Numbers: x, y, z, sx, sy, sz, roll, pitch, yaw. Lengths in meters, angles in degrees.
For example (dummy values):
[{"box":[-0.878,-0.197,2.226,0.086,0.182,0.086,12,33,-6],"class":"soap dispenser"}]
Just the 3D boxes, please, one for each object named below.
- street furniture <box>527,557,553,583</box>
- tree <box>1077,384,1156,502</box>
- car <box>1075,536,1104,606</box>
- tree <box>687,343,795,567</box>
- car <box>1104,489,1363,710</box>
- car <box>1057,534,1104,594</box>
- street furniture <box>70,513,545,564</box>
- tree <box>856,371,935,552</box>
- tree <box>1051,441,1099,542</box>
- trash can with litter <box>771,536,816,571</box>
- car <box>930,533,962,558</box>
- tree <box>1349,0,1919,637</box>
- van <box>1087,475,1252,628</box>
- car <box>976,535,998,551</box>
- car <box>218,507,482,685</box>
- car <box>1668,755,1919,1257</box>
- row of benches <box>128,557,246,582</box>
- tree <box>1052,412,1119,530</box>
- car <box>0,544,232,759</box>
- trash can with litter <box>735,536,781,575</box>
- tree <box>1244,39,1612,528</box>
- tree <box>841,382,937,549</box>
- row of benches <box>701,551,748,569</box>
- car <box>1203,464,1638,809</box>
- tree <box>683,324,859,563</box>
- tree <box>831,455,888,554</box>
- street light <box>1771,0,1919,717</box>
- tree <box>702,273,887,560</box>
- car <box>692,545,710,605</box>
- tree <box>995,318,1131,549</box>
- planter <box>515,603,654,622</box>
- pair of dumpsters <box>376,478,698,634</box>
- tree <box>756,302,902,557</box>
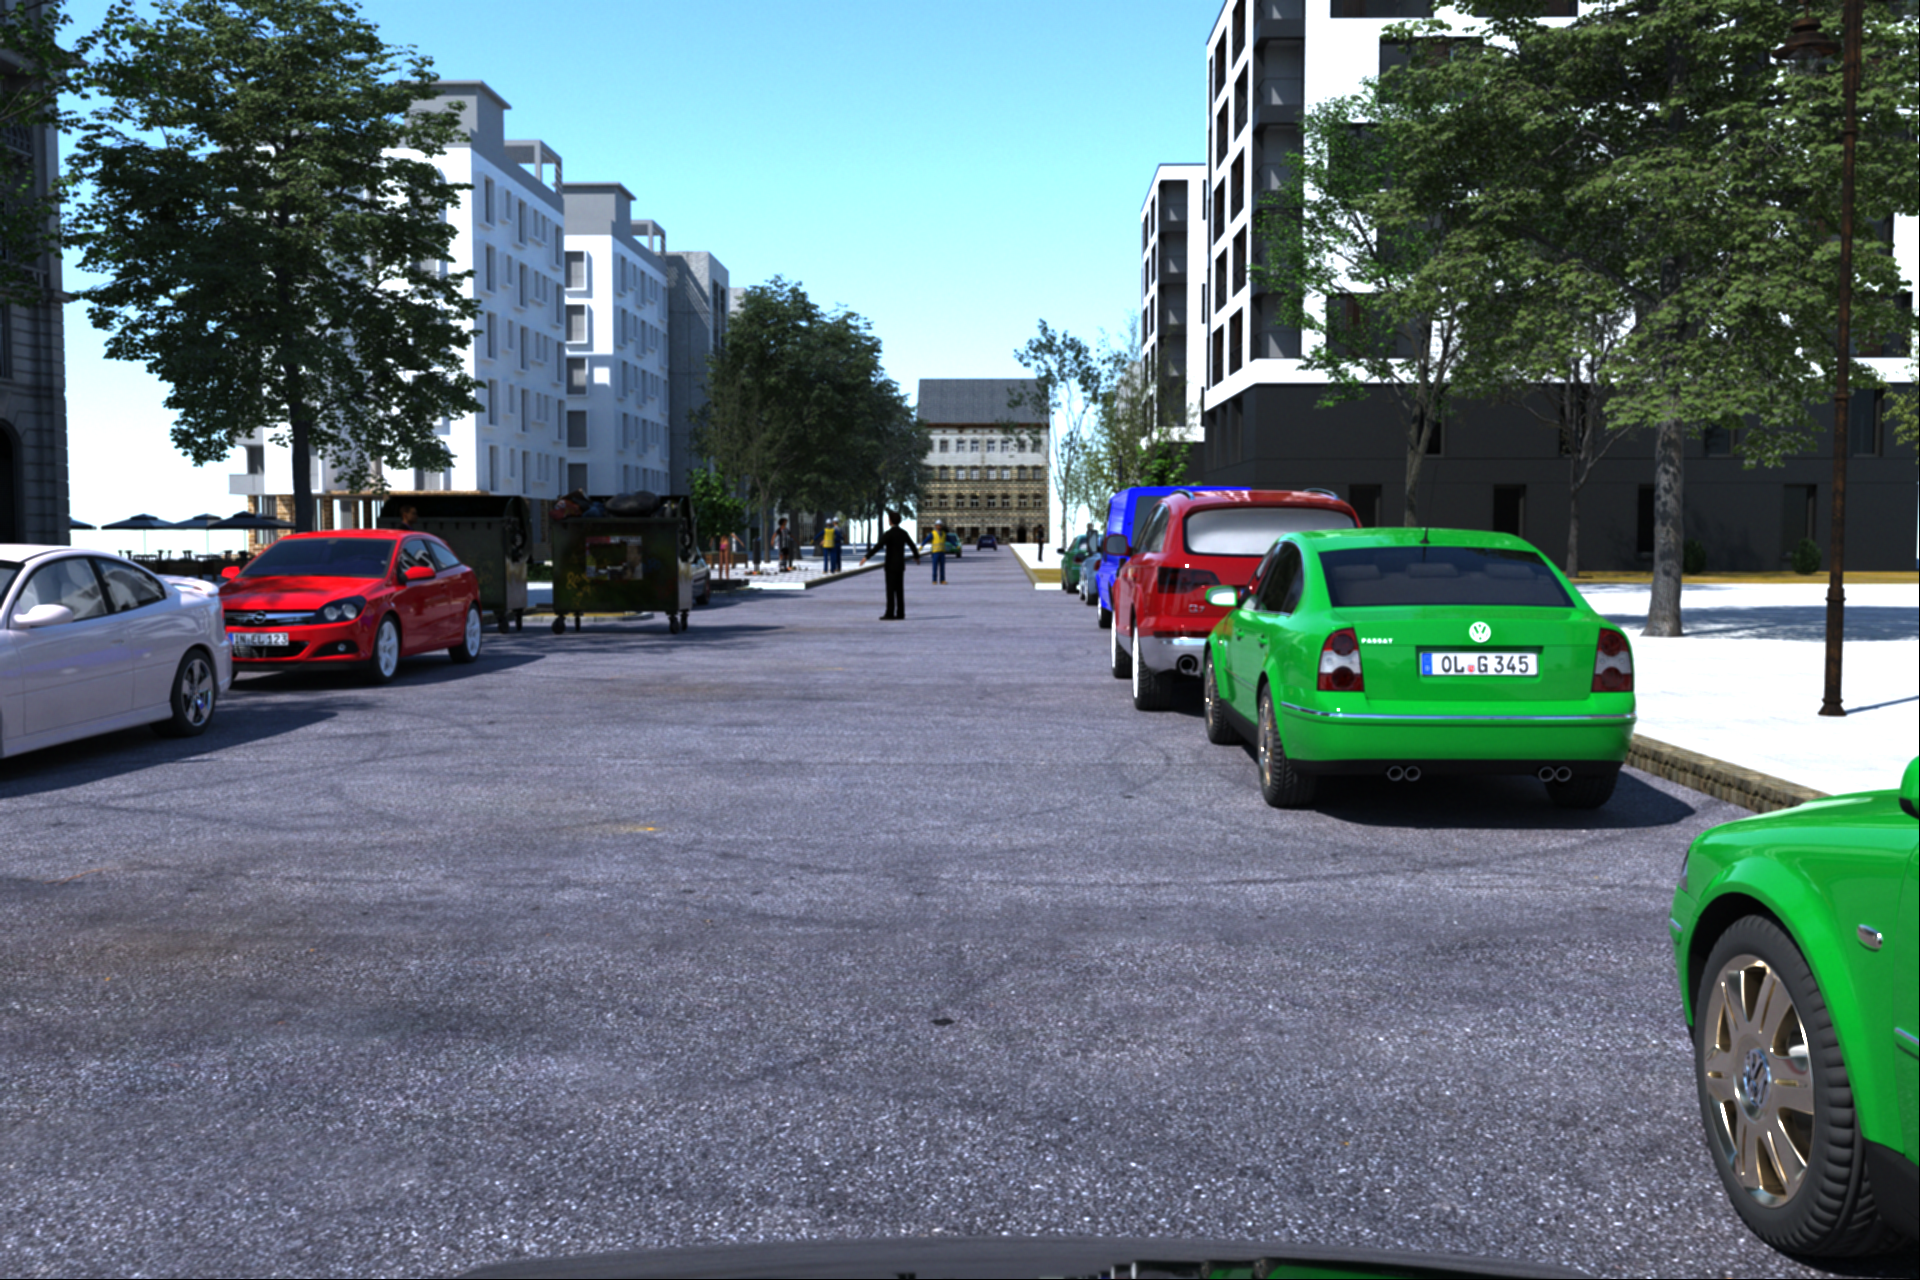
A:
[{"box":[-12.806,-1.897,46.641,10.072,0.657,5.734,-2,4,-34],"class":"street furniture"},{"box":[7.828,-8.208,84.568,4.737,8.622,4.395,0,3,0],"class":"tree"},{"box":[3.424,-1.467,35.984,2.014,1.417,4.499,0,4,2],"class":"car"},{"box":[-8.803,-7.132,66.965,4.360,8.622,3.978,0,3,0],"class":"tree"},{"box":[2.474,-0.422,15.581,2.281,1.827,5.304,0,4,2],"class":"car"},{"box":[3.494,-1.915,43.106,2.131,1.459,4.920,0,4,1],"class":"car"},{"box":[-28.018,-3.455,61.520,27.439,1.986,14.083,-1,4,-8],"class":"street furniture"},{"box":[-6.540,-13.231,126.691,12.009,13.543,11.850,0,3,0],"class":"tree"},{"box":[8.547,-11.108,131.977,4.360,8.622,3.978,0,3,0],"class":"tree"},{"box":[-5.882,-3.092,61.610,1.678,1.210,2.233,0,4,1],"class":"trash can with litter"},{"box":[-0.825,-5.934,105.821,1.959,1.807,4.718,0,4,1],"class":"car"},{"box":[8.864,-6.339,21.771,7.486,12.596,7.792,0,3,0],"class":"tree"},{"box":[3.002,-1.235,24.581,2.240,2.365,5.245,0,4,1],"class":"van"},{"box":[2.349,-8.444,150.642,1.945,1.354,3.894,0,4,2],"class":"car"},{"box":[-6.314,-0.537,17.825,2.155,1.783,4.494,0,4,1],"class":"car"},{"box":[2.451,0.411,2.079,1.959,1.807,4.718,0,4,1],"class":"car"},{"box":[-20.784,-1.859,45.853,1.422,0.672,4.104,2,4,26],"class":"row of benches"},{"box":[8.120,-9.392,103.914,4.360,8.622,3.978,0,3,0],"class":"tree"},{"box":[-6.342,0.086,10.950,2.083,1.381,4.827,0,4,1],"class":"car"},{"box":[-6.250,-2.670,54.706,1.678,1.210,2.233,0,4,3],"class":"trash can with litter"},{"box":[9.858,-6.803,36.990,9.928,11.665,9.643,0,3,0],"class":"tree"},{"box":[-6.739,-14.534,144.284,9.857,13.997,8.962,0,3,0],"class":"tree"},{"box":[-9.107,-2.930,63.375,1.422,0.672,4.104,2,4,25],"class":"row of benches"},{"box":[2.530,-0.100,10.434,1.959,1.807,4.718,0,4,2],"class":"car"},{"box":[-8.400,-8.670,76.175,8.767,10.594,7.601,1,4,8],"class":"tree"},{"box":[-6.755,-9.853,111.461,4.737,8.622,4.395,0,3,0],"class":"tree"},{"box":[6.175,-2.403,12.083,0.468,5.910,1.993,0,4,1],"class":"street light"},{"box":[-8.094,-10.890,84.714,9.857,13.997,8.962,0,3,0],"class":"tree"},{"box":[-5.977,-1.469,33.804,2.009,1.686,4.222,0,4,1],"class":"car"},{"box":[9.085,-18.051,151.028,12.611,20.169,13.585,0,3,0],"class":"tree"},{"box":[-6.238,-0.490,29.147,1.991,0.319,1.994,0,4,1],"class":"planter"},{"box":[-6.113,-1.236,25.154,4.436,2.255,1.574,0,4,1],"class":"pair of dumpsters"},{"box":[-7.915,-11.613,96.533,9.857,13.997,8.962,0,3,0],"class":"tree"}]
